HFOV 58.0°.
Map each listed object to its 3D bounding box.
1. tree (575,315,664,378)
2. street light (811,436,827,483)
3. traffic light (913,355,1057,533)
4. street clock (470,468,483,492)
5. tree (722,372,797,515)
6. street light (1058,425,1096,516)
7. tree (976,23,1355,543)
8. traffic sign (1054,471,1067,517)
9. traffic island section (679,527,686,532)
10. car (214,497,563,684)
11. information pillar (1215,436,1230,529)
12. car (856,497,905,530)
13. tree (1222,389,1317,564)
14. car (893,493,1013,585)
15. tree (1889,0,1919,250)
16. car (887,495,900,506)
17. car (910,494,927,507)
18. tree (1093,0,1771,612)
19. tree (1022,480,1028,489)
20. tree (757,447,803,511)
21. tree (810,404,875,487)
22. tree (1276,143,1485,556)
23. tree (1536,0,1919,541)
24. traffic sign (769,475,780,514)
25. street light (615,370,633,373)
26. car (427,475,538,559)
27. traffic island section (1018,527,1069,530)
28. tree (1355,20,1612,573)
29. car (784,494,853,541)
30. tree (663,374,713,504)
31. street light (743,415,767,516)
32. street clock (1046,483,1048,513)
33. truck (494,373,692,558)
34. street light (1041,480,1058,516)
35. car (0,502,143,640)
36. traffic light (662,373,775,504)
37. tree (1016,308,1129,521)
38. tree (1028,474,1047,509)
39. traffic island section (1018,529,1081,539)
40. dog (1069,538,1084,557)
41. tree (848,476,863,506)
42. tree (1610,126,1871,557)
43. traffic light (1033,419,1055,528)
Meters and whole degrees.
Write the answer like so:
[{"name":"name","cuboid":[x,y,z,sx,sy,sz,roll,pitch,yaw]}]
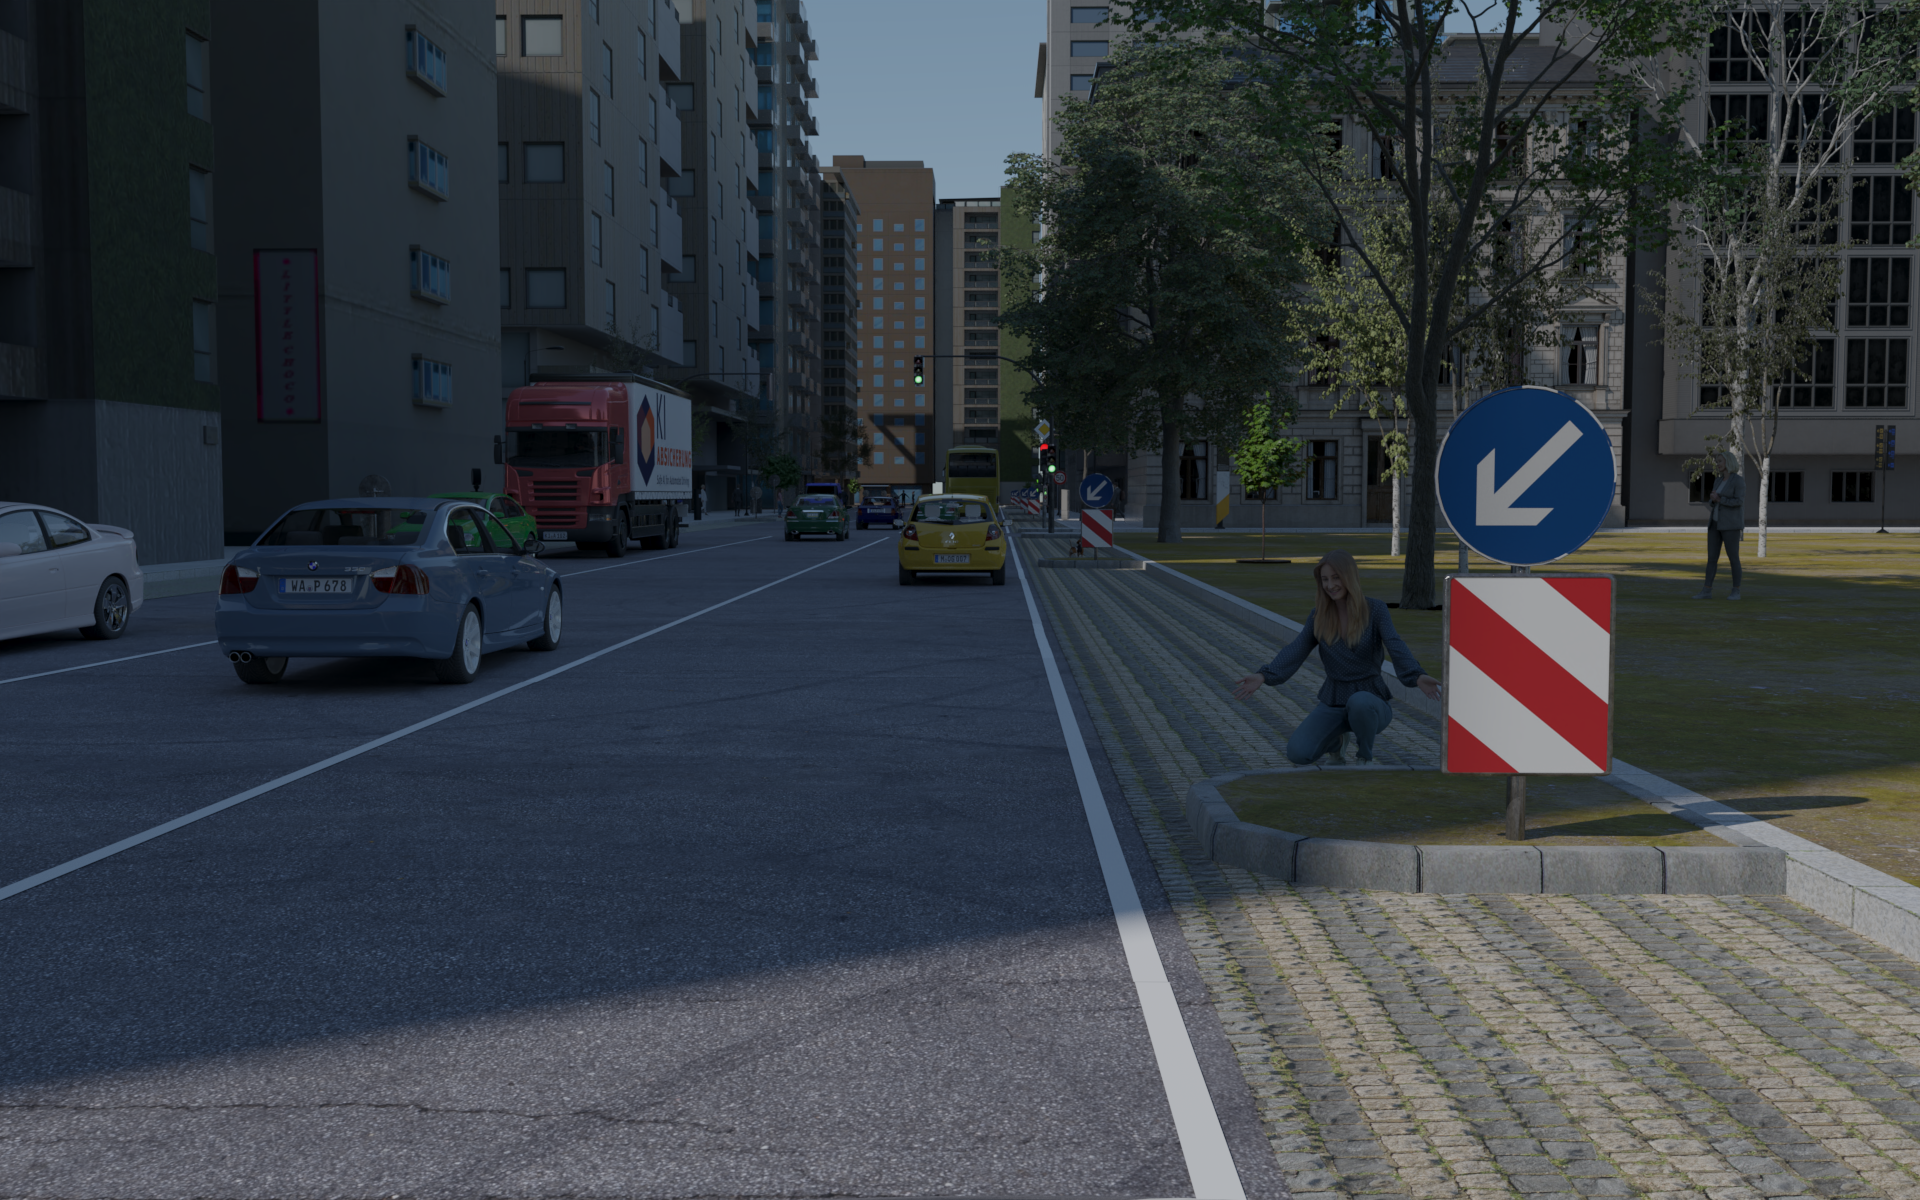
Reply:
[{"name":"tree","cuboid":[-14.061,-7.374,70.921,4.360,8.622,3.978,0,3,0]},{"name":"street light","cuboid":[-11.322,-10.149,138.482,1.470,5.913,1.316,0,4,1]},{"name":"traffic light","cuboid":[0.874,-5.013,56.622,4.771,5.953,1.251,0,4,1]},{"name":"street clock","cuboid":[-13.603,-2.702,48.748,0.358,2.002,0.471,-1,4,-22]},{"name":"tree","cuboid":[-12.386,-9.484,105.420,4.360,8.622,3.978,0,3,0]},{"name":"street light","cuboid":[4.665,-5.770,66.888,1.470,5.913,1.316,0,4,1]},{"name":"tree","cuboid":[5.472,-8.502,45.663,9.857,13.997,8.962,0,3,0]},{"name":"traffic sign","cuboid":[5.477,-5.800,94.930,0.768,2.556,0.104,1,4,10]},{"name":"traffic island section","cuboid":[-11.465,-2.620,65.125,2.009,0.180,2.903,0,4,1]},{"name":"car","cuboid":[-4.558,-0.144,14.354,2.014,1.417,4.499,0,4,0]},{"name":"information pillar","cuboid":[9.653,-4.424,63.683,0.504,3.616,0.183,-1,4,-12]},{"name":"car","cuboid":[-3.246,-3.543,70.502,1.945,1.354,3.894,0,4,2]},{"name":"tree","cuboid":[5.650,-2.295,32.126,1.663,3.219,1.824,0,3,0]},{"name":"car","cuboid":[-0.118,-1.124,28.605,2.015,1.641,3.980,0,4,0]},{"name":"tree","cuboid":[18.861,-7.307,26.131,9.857,13.997,8.962,0,3,0]},{"name":"car","cuboid":[-8.293,-12.157,211.338,1.945,1.354,3.894,0,4,1]},{"name":"car","cuboid":[-0.948,-3.481,68.720,2.131,1.459,4.920,0,4,1]},{"name":"tree","cuboid":[5.164,-5.696,18.883,9.928,11.665,9.643,0,3,0]},{"name":"tree","cuboid":[8.652,-13.629,217.432,1.663,3.219,1.824,0,3,0]},{"name":"tree","cuboid":[-12.572,-8.431,121.566,4.285,4.588,4.351,0,3,0]},{"name":"tree","cuboid":[-11.943,-14.874,177.608,8.767,10.594,7.601,3,5,41]},{"name":"tree","cuboid":[8.792,-5.213,35.590,4.737,8.622,4.395,0,3,0]},{"name":"tree","cuboid":[22.569,-11.655,46.450,12.611,20.169,13.585,0,3,0]},{"name":"traffic sign","cuboid":[-12.137,-6.918,113.214,0.768,2.556,0.104,0,4,4]},{"name":"street light","cuboid":[-12.969,-5.661,65.100,1.470,5.913,1.316,0,4,1]},{"name":"car","cuboid":[-9.356,-1.459,32.644,1.959,1.807,4.718,0,4,3]},{"name":"traffic island section","cuboid":[3.173,-2.602,64.817,2.009,0.180,2.903,0,4,1]},{"name":"tree","cuboid":[8.238,-4.716,27.472,4.360,8.622,3.978,0,3,0]},{"name":"car","cuboid":[-4.435,-2.583,54.025,2.131,1.459,4.920,0,4,-1]},{"name":"tree","cuboid":[-17.530,-9.583,107.051,4.737,8.622,4.395,0,3,0]},{"name":"street light","cuboid":[-12.064,-7.925,102.116,1.470,5.913,1.316,0,4,1]},{"name":"street clock","cuboid":[5.937,-6.847,116.523,0.471,2.002,0.358,0,4,-6]},{"name":"truck","cuboid":[-8.713,-3.273,42.420,2.839,4.237,11.283,0,4,1]},{"name":"street light","cuboid":[5.369,-7.994,103.246,1.470,5.913,1.316,0,4,1]},{"name":"car","cuboid":[-9.266,-0.207,15.752,2.083,1.381,4.827,0,4,1]},{"name":"traffic light","cuboid":[-9.332,-5.524,64.981,4.771,5.953,1.251,0,4,1]},{"name":"tree","cuboid":[6.165,-9.042,82.244,7.601,10.594,8.767,0,4,3]},{"name":"tree","cuboid":[7.320,-9.701,153.216,1.663,3.219,1.824,0,3,0]},{"name":"traffic island section","cuboid":[3.007,-2.113,56.834,2.009,0.180,2.903,0,4,1]},{"name":"dog","cuboid":[2.433,-1.038,36.252,0.406,0.507,0.540,0,4,-7]},{"name":"tree","cuboid":[-11.107,-11.607,184.377,1.663,3.219,1.824,0,3,0]},{"name":"tree","cuboid":[16.281,-5.192,35.257,4.360,8.622,3.978,0,3,0]},{"name":"traffic light","cuboid":[3.133,-4.635,64.704,0.839,4.253,0.868,0,4,1]}]
